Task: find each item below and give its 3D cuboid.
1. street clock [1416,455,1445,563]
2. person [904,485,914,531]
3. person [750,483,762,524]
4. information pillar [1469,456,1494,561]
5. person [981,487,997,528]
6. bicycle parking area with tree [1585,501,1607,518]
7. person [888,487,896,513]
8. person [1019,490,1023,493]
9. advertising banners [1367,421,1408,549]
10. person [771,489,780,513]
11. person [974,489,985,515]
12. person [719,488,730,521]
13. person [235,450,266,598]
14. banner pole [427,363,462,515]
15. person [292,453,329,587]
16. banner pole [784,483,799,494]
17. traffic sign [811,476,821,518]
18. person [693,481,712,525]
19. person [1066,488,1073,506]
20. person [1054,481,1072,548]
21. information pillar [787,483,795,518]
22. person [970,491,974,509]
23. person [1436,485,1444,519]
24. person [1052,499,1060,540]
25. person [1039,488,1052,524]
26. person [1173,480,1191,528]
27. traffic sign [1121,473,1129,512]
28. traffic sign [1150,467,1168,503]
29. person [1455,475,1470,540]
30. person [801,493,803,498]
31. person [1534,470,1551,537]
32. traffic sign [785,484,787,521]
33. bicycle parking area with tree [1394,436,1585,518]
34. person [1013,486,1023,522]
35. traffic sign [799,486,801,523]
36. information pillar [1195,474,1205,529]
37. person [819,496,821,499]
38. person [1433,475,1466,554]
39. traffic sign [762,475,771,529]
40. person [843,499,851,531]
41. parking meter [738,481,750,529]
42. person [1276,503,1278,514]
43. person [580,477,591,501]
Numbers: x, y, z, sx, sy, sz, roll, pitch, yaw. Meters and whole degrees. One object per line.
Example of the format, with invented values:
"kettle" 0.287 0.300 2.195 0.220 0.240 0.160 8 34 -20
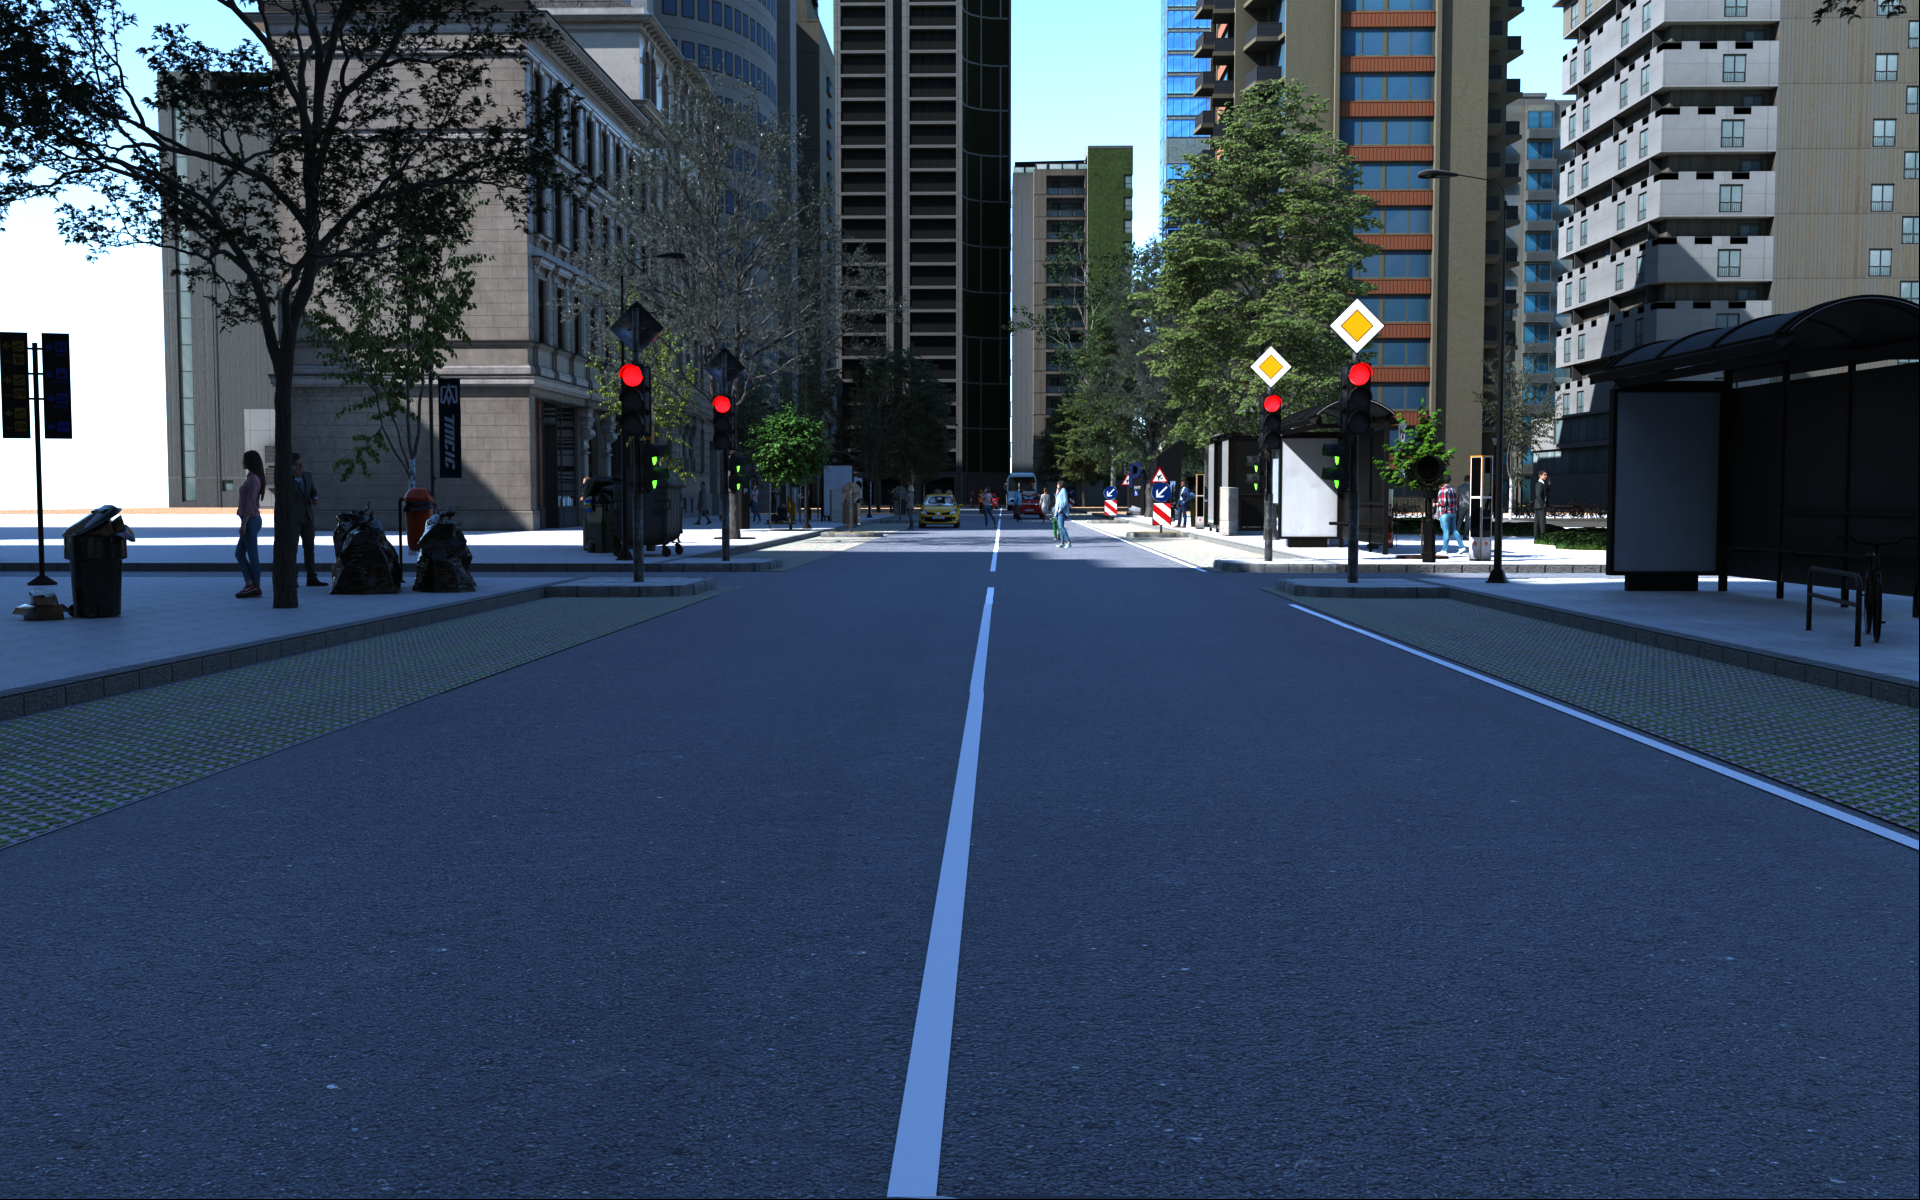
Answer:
"street clock" 8.805 -1.705 32.454 0.471 2.002 0.358 3 4 37
"person" -2.032 -3.640 68.202 0.526 1.800 0.537 2 4 35
"person" -8.843 -4.182 75.013 0.643 1.750 0.593 -1 4 -22
"information pillar" 9.987 -1.756 33.201 0.304 2.012 0.304 -2 4 -31
"person" 1.247 -3.934 73.410 0.643 1.750 0.593 3 4 36
"bicycle parking area with tree" 32.433 -6.963 100.847 9.016 4.147 8.231 2 4 34
"person" -4.545 -6.704 116.452 0.445 1.727 0.742 1 4 19
"person" 4.919 -7.788 136.546 0.721 1.743 1.217 -1 4 -8
"advertising banners" 10.142 -2.741 41.001 0.090 3.025 2.074 3 4 39
"person" -12.575 -6.790 117.861 0.742 1.727 0.445 -1 4 -12
"person" 1.485 -6.857 120.709 0.705 1.812 1.348 -3 5 -43
"person" -11.185 -4.726 83.273 0.822 1.834 0.622 0 4 -7
"person" -8.808 -0.944 21.484 0.388 1.821 0.555 -2 4 -24
"banner pole" -9.867 -2.632 33.045 0.863 3.779 0.401 1 4 14
"person" -9.044 -1.104 23.891 0.447 1.846 0.655 2 4 32
"banner pole" -7.752 -5.449 79.106 0.863 3.779 0.401 0 4 -1
"traffic sign" -7.513 -5.595 91.578 0.768 2.556 0.104 0 4 5
"person" -10.826 -4.074 72.756 0.767 1.812 0.694 0 4 -2
"person" 8.129 -7.556 131.664 1.348 1.869 0.705 -3 5 -42
"person" 2.757 -2.298 46.338 0.793 1.790 0.793 -3 4 -37
"information pillar" -7.828 -5.419 79.949 0.504 3.616 0.183 1 4 11
"person" 1.157 -9.575 165.965 0.541 1.710 0.530 -2 4 -27
"person" 18.799 -3.739 67.451 0.850 1.792 0.678 -2 4 -25
"person" 3.003 -2.502 53.664 0.306 1.304 0.590 0 4 -3
"person" 4.091 -4.467 82.284 0.760 1.731 0.466 3 4 39
"person" 8.501 -3.659 66.054 0.419 1.800 0.721 -2 4 -34
"traffic sign" 10.295 -6.493 106.161 0.884 2.594 0.081 1 4 8
"traffic sign" 9.436 -5.010 81.925 0.884 2.594 0.081 1 4 9
"person" 14.189 -2.597 48.626 0.709 1.813 0.853 2 4 32
"person" -14.198 -8.740 152.125 0.799 1.438 0.628 -2 4 -26
"person" 15.228 -2.433 45.187 0.474 1.900 0.648 1 4 10
"traffic sign" -7.657 -4.659 76.280 0.768 2.556 0.104 0 4 3
"bicycle parking area with tree" 25.278 -6.182 88.075 9.016 4.147 8.231 -1 4 -10
"person" 2.955 -4.831 87.510 0.620 1.820 0.660 2 4 26
"traffic sign" -7.137 -4.717 77.223 0.768 2.556 0.104 1 4 9
"information pillar" 8.813 -3.615 63.592 0.304 2.012 0.304 0 4 3
"person" -10.561 -7.808 134.391 0.721 1.739 1.217 -3 4 -36
"person" 10.391 -1.830 36.793 0.563 1.720 0.643 -3 5 -41
"traffic sign" -7.075 -3.936 64.467 0.768 2.556 0.104 1 4 9
"person" -4.259 -3.473 66.288 0.522 1.701 0.512 -2 4 -34
"parking meter" -7.896 -3.527 63.377 0.399 1.863 0.255 -3 4 -38
"person" 14.706 -4.461 79.374 0.834 1.777 0.661 3 4 38
"person" -10.309 -2.521 47.812 0.362 1.759 0.519 -2 4 -24
